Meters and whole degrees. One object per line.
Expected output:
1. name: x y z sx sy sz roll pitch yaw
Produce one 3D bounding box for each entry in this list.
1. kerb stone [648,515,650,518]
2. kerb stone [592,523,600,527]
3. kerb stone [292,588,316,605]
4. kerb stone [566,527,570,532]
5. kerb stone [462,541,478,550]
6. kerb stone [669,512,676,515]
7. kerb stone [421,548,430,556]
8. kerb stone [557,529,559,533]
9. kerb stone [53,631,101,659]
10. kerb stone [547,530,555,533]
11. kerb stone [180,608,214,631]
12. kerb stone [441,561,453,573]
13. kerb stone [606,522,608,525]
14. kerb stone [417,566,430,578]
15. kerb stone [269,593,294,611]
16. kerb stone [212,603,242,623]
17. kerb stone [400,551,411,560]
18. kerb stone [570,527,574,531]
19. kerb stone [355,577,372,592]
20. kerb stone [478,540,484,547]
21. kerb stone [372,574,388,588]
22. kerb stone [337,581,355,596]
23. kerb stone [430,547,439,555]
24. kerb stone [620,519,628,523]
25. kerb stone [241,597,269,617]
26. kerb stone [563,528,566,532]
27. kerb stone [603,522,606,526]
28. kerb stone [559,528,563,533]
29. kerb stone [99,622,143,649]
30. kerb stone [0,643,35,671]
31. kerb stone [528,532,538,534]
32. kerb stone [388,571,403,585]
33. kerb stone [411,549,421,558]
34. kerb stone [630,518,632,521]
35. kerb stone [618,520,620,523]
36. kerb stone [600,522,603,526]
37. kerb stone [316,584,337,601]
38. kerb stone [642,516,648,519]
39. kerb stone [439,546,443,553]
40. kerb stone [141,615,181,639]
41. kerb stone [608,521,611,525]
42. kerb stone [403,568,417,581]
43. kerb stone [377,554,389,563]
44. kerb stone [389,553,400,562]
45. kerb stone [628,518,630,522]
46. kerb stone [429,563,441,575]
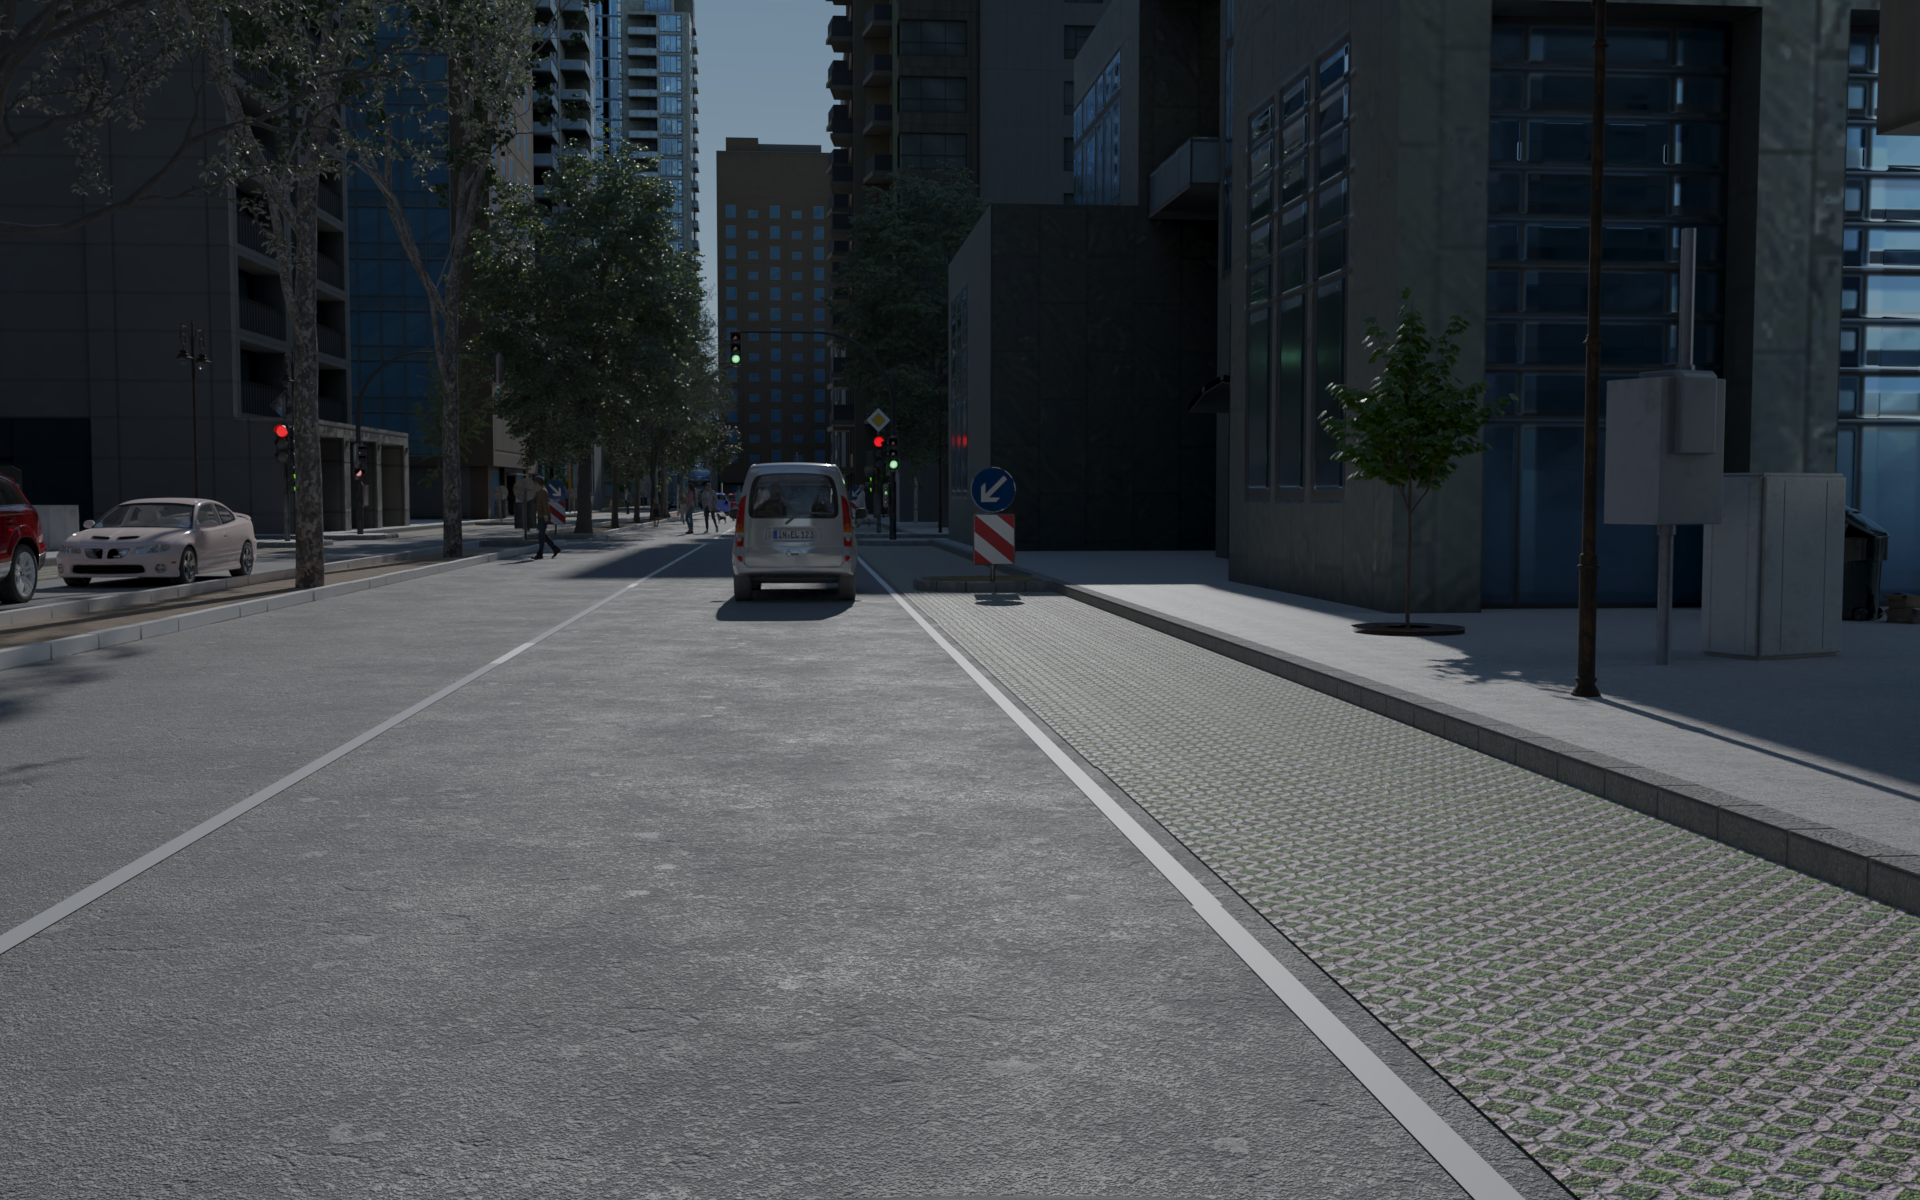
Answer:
1. kerb stone: -18.257 -4.792 100.545 0.120 0.150 1.000 0 4 -5
2. kerb stone: -15.810 -3.232 75.042 0.120 0.150 1.000 0 4 -5
3. kerb stone: -8.658 -0.028 22.654 0.120 0.150 1.000 0 4 -5
4. kerb stone: -14.819 -2.608 64.830 0.120 0.150 1.000 0 4 -5
5. kerb stone: -13.010 -1.454 45.962 0.120 0.150 1.000 0 4 -5
6. kerb stone: -20.412 -6.165 122.992 0.120 0.150 1.000 0 4 -5
7. kerb stone: -12.422 -1.079 39.838 0.120 0.150 1.000 0 4 -5
8. kerb stone: -14.523 -2.421 61.771 0.120 0.150 1.000 0 4 -5
9. kerb stone: -7.969 0.418 15.489 0.120 0.150 1.000 0 4 -5
10. kerb stone: -14.427 -2.356 60.751 0.120 0.150 1.000 0 4 -5
11. kerb stone: -8.257 0.223 18.565 0.120 0.150 1.000 0 4 -5
12. kerb stone: -9.536 -0.591 31.853 0.120 0.150 1.000 0 4 -5
13. kerb stone: -16.093 -3.417 78.099 0.120 0.150 1.000 0 4 -5
14. kerb stone: -9.341 -0.460 29.817 0.120 0.150 1.000 0 4 -5
15. kerb stone: -8.556 0.037 21.637 0.120 0.150 1.000 0 4 -5
16. kerb stone: -8.366 0.160 19.581 0.120 0.150 1.000 0 4 -5
17. kerb stone: -12.218 -0.954 37.790 0.120 0.150 1.000 0 4 -5
18. kerb stone: -14.916 -2.666 65.848 0.120 0.150 1.000 0 4 -5
19. kerb stone: -8.957 -0.210 25.738 0.120 0.150 1.000 0 4 -5
20. kerb stone: -13.102 -1.512 46.980 0.120 0.150 1.000 0 4 -5
21. kerb stone: -9.050 -0.271 26.756 0.120 0.150 1.000 0 4 -5
22. kerb stone: -8.856 -0.154 24.714 0.120 0.150 1.000 0 4 -5
23. kerb stone: -12.511 -1.141 40.856 0.120 0.150 1.000 0 4 -5
24. kerb stone: -16.979 -3.980 87.265 0.120 0.150 1.000 0 4 -5
25. kerb stone: -8.460 0.097 20.604 0.120 0.150 1.000 0 4 -5
26. kerb stone: -14.719 -2.543 63.809 0.120 0.150 1.000 0 4 -5
27. kerb stone: -15.998 -3.356 77.081 0.120 0.150 1.000 0 4 -5
28. kerb stone: -14.617 -2.482 62.789 0.120 0.150 1.000 0 4 -5
29. kerb stone: -8.066 0.350 16.510 0.120 0.150 1.000 0 4 -5
30. kerb stone: -7.876 0.472 14.471 0.120 0.150 1.000 0 4 -5
31. kerb stone: -14.033 -2.108 56.664 0.120 0.150 1.000 0 4 -5
32. kerb stone: -9.147 -0.342 27.781 0.120 0.150 1.000 0 4 -5
33. kerb stone: -12.316 -1.015 38.817 0.120 0.150 1.000 0 4 -5
34. kerb stone: -17.170 -4.104 89.300 0.120 0.150 1.000 0 4 -5
35. kerb stone: -16.584 -3.726 83.195 0.120 0.150 1.000 0 4 -5
36. kerb stone: -15.895 -3.295 76.061 0.120 0.150 1.000 0 4 -5
37. kerb stone: -8.748 -0.091 23.682 0.120 0.150 1.000 0 4 -5
38. kerb stone: -18.149 -4.730 99.524 0.120 0.150 1.000 0 4 -5
39. kerb stone: -12.612 -1.204 41.875 0.120 0.150 1.000 0 4 -5
40. kerb stone: -8.161 0.286 17.545 0.120 0.150 1.000 0 4 -5
41. kerb stone: -16.188 -3.477 79.117 0.120 0.150 1.000 0 4 -5
42. kerb stone: -9.243 -0.404 28.799 0.120 0.150 1.000 0 4 -5
43. kerb stone: -12.022 -0.828 35.736 0.120 0.150 1.000 0 4 -5
44. kerb stone: -12.118 -0.889 36.770 0.120 0.150 1.000 0 4 -5
45. kerb stone: -17.069 -4.036 88.283 0.120 0.150 1.000 0 4 -5
46. kerb stone: -9.442 -0.528 30.835 0.120 0.150 1.000 0 4 -5
